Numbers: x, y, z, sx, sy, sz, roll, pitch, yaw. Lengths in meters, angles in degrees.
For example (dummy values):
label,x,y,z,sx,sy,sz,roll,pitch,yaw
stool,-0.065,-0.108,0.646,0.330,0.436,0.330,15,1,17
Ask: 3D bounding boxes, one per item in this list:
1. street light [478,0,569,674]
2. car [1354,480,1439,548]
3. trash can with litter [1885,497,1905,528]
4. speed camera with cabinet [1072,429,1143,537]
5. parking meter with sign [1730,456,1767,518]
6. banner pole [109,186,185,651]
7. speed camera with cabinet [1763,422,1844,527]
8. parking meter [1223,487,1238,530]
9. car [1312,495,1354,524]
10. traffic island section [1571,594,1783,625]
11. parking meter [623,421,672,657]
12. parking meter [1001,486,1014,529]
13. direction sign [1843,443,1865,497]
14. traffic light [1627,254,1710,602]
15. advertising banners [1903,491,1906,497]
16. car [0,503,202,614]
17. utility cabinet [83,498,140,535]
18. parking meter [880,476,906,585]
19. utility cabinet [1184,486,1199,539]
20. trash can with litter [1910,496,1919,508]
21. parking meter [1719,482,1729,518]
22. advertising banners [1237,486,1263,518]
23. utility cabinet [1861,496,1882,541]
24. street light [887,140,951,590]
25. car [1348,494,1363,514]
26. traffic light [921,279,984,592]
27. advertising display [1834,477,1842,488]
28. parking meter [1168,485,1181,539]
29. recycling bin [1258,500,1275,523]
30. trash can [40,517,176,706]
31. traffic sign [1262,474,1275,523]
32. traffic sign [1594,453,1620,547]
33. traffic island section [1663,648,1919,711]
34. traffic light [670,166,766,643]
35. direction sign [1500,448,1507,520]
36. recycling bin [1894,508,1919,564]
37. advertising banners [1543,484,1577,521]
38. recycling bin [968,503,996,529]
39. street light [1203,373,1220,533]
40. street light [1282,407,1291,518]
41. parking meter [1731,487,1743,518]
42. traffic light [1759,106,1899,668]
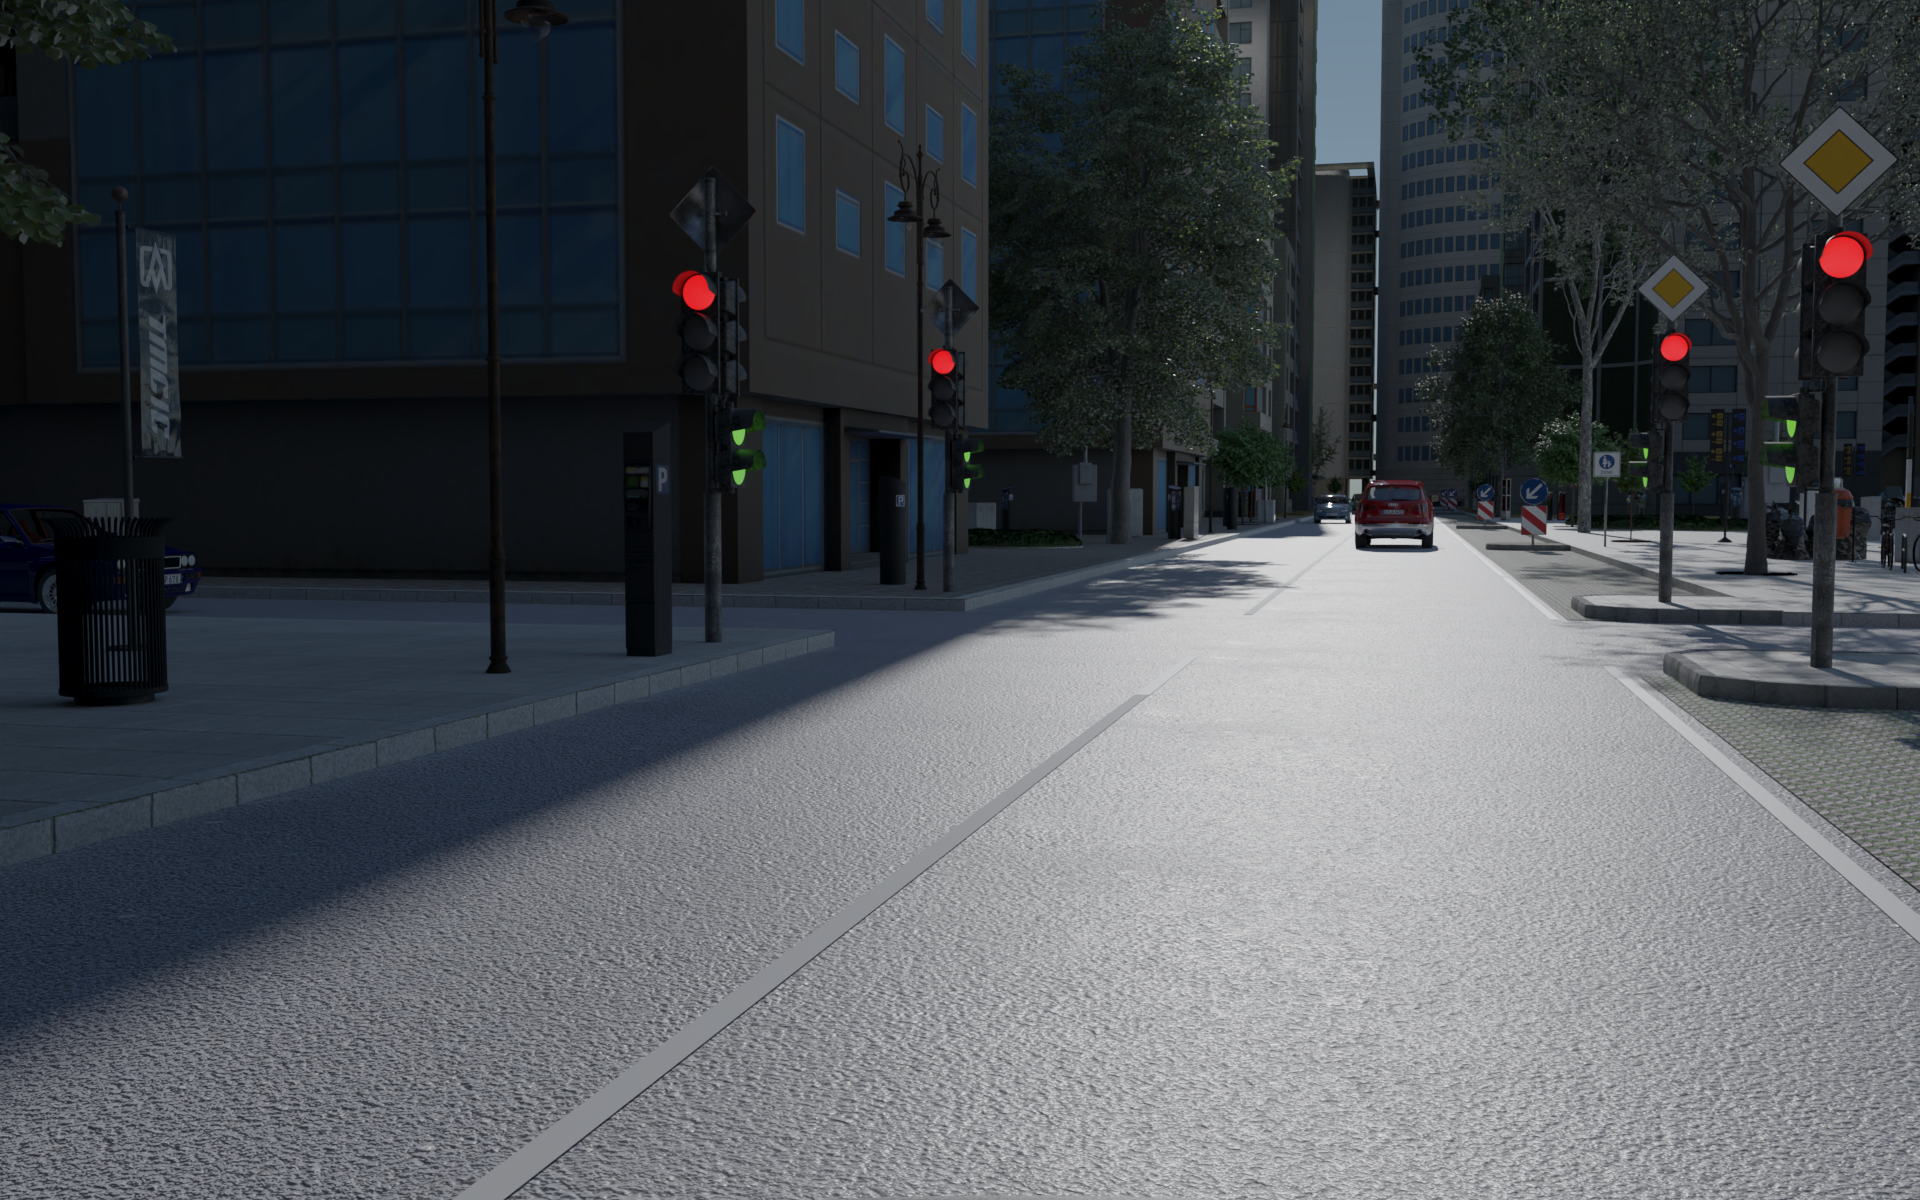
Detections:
label,x,y,z,sx,sy,sz,roll,pitch,yaw
street light,-3.317,-2.415,12.270,0.468,5.910,1.993,1,4,14
car,11.931,-2.370,47.421,2.281,1.827,5.304,1,4,16
trash can with litter,35.379,-3.294,65.239,1.055,1.170,0.624,-2,4,-35
speed camera with cabinet,4.384,-3.496,51.503,2.038,3.252,0.660,0,4,-4
parking meter with sign,36.142,-5.069,79.147,1.738,3.016,0.543,0,4,6
banner pole,-6.766,-1.492,14.412,0.401,3.779,0.863,1,4,17
speed camera with cabinet,22.231,-3.145,45.760,2.038,3.252,0.660,1,4,11
parking meter,9.813,-3.305,62.450,0.372,1.533,0.369,0,3,0
car,18.466,-4.507,85.685,2.014,1.417,4.499,1,4,14
traffic island section,8.394,0.104,20.573,2.009,0.180,2.903,1,4,14
parking meter,-2.480,-0.492,13.756,0.255,1.863,0.399,1,4,15
parking meter,1.453,-2.728,53.015,0.372,1.533,0.369,0,3,0
direction sign,39.962,-5.228,77.471,0.876,3.537,0.379,3,5,41
traffic light,8.358,-1.930,20.468,0.839,4.253,0.868,1,4,14
advertising banners,42.950,-5.041,78.610,0.090,3.025,2.074,2,4,33
car,-11.224,-0.501,20.774,3.894,1.354,1.945,1,4,13
utility cabinet,-12.483,-0.876,25.485,1.020,1.237,0.306,2,4,35
parking meter,-0.955,-0.990,24.590,0.372,1.533,0.369,0,3,0
utility cabinet,6.620,-2.507,49.664,0.318,1.500,1.173,1,4,14
trash can with litter,46.502,-4.522,84.990,2.233,1.210,1.678,3,5,41
parking meter,35.971,-4.640,81.568,0.399,1.863,0.255,2,4,35
advertising banners,15.783,-5.974,93.866,0.090,3.025,2.074,-2,4,-35
utility cabinet,25.266,-2.258,48.086,0.306,1.237,1.020,1,4,14
street light,-0.529,-3.076,23.076,0.468,5.910,1.993,1,4,14
car,29.674,-7.282,127.854,1.959,1.807,4.718,1,4,13
traffic light,-0.132,-2.062,22.627,0.839,4.253,0.868,1,4,14
advertising display,33.812,-3.784,67.077,0.974,1.923,0.123,-2,4,-35
parking meter,6.126,-2.510,49.448,0.372,1.533,0.369,0,3,0
recycling bin,13.441,-3.879,75.970,0.722,1.027,0.722,1,4,14
trash can,-5.221,0.061,10.660,0.748,1.137,0.748,0,3,0
traffic sign,13.315,-4.610,75.474,0.768,2.556,0.104,1,4,19
traffic sign,15.641,-2.435,41.934,0.606,2.300,0.079,1,4,20
traffic island section,6.405,0.578,12.839,2.009,0.180,2.903,1,4,14
traffic light,-2.121,-1.589,14.893,0.839,4.253,0.868,1,4,14
direction sign,27.077,-5.752,86.044,0.379,3.537,0.876,2,4,24
recycling bin,17.980,-1.207,32.287,0.722,1.027,0.722,-1,4,-15
advertising banners,29.174,-5.372,84.025,2.074,3.025,0.090,-1,4,-20
recycling bin,0.566,-2.301,50.182,0.722,1.027,0.722,-2,4,-31
street light,8.302,-5.165,57.238,0.468,5.910,1.993,1,4,14
street light,17.317,-7.295,92.066,0.468,5.910,1.993,1,4,14
parking meter,28.696,-3.400,64.001,0.372,1.533,0.369,0,3,0
traffic light,6.369,-1.456,12.734,0.839,4.253,0.868,1,4,14
